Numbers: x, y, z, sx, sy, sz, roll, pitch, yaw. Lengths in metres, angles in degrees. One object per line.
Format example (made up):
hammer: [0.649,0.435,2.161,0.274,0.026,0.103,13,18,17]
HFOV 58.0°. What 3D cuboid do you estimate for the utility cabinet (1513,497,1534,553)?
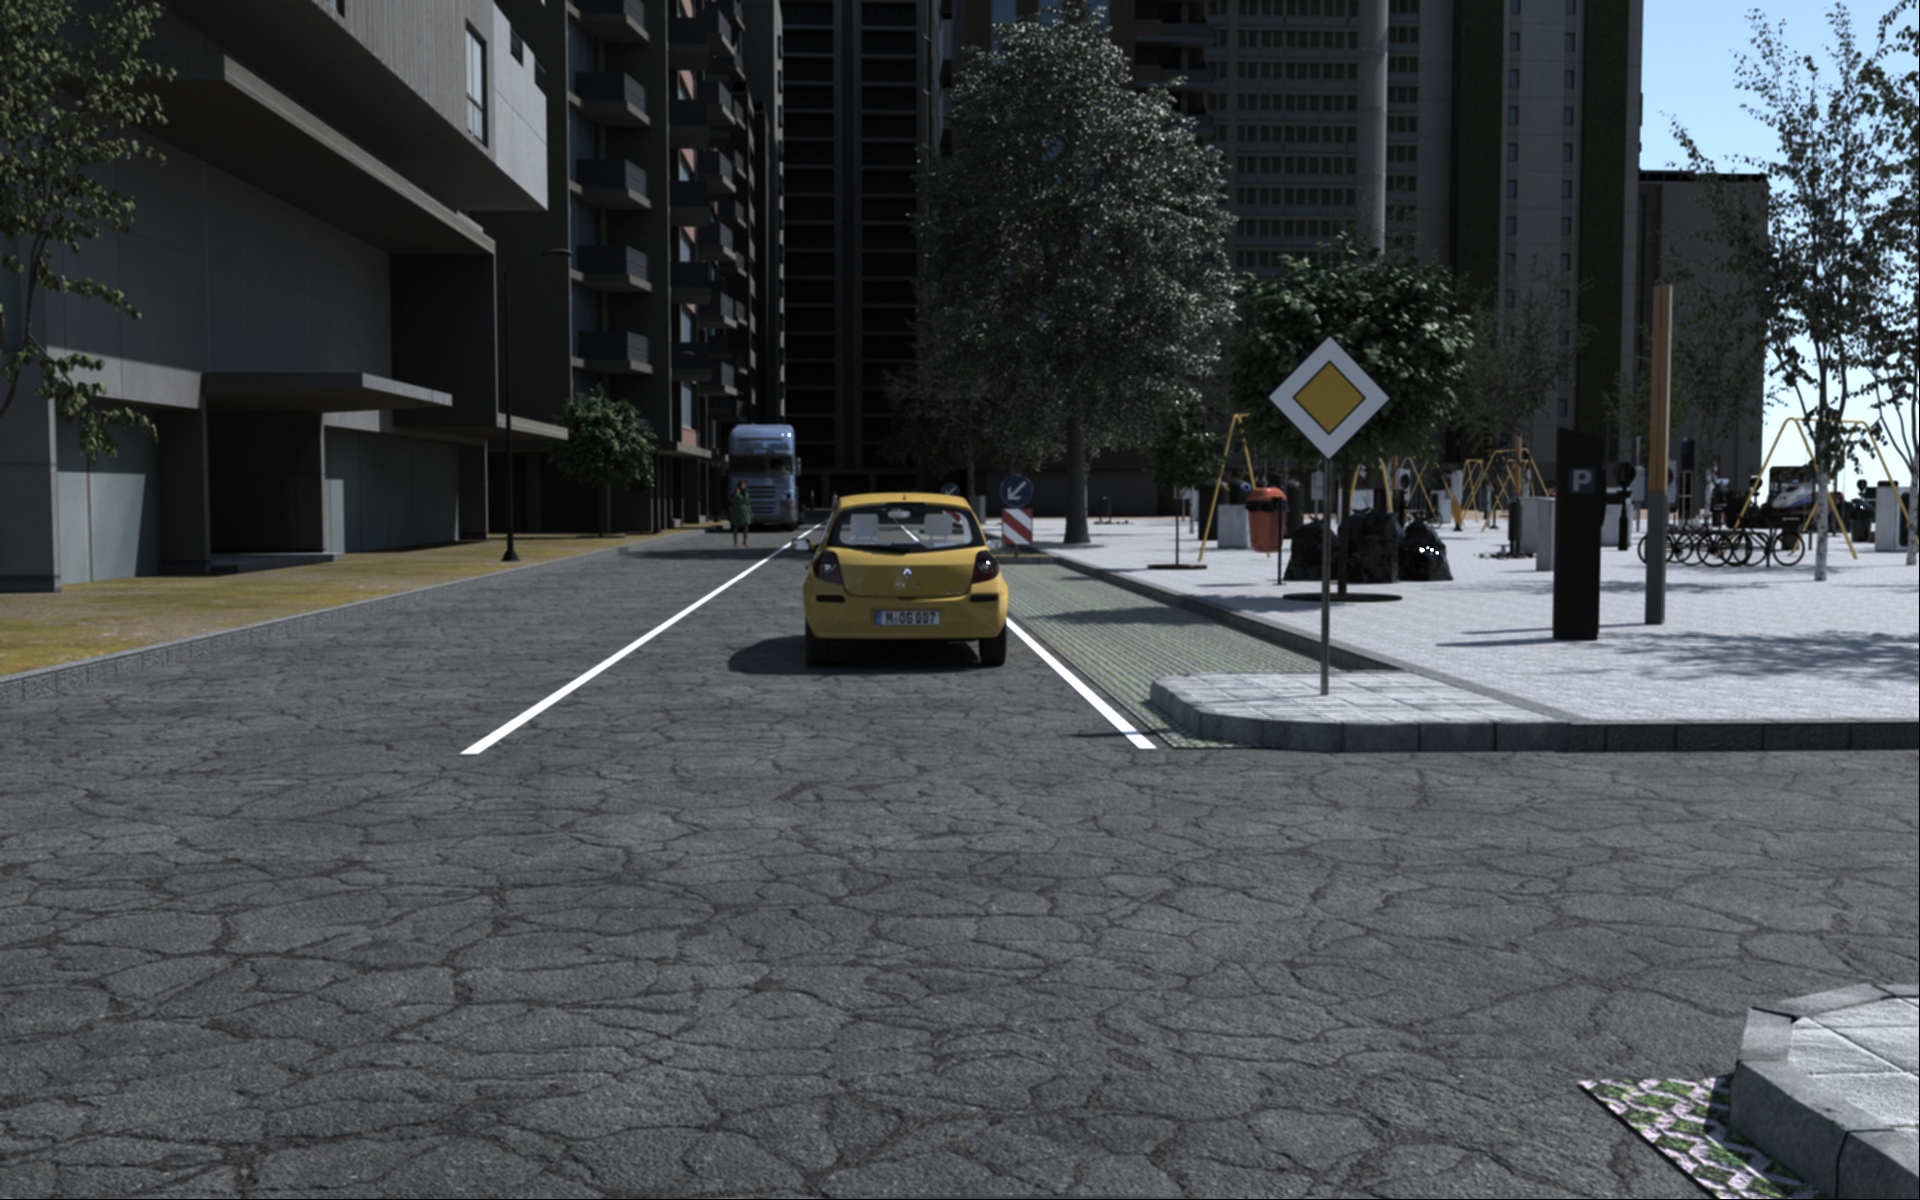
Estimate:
utility cabinet: [12.619,-1.633,37.865,1.020,1.237,0.306,1,4,17]

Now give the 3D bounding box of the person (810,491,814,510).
person: [-13.527,-9.045,157.116,0.721,1.736,1.217,-1,4,-10]

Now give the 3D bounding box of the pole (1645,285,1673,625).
pole: [6.871,-1.418,17.027,0.158,3.312,0.155,0,3,0]

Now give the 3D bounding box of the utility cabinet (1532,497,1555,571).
utility cabinet: [10.119,-1.096,29.075,1.020,1.237,0.306,-2,4,-34]

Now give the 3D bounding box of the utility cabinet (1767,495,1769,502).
utility cabinet: [41.001,-4.624,86.760,1.020,1.237,0.306,0,4,8]

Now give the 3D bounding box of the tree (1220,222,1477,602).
tree: [4.644,-2.284,21.056,4.285,4.588,4.351,0,3,0]

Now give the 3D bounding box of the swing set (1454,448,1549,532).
swing set: [19.217,-3.839,60.388,2.862,2.851,3.119,0,4,-1]

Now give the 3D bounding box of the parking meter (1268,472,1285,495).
parking meter: [8.301,-2.433,45.491,0.399,1.863,0.255,2,4,34]

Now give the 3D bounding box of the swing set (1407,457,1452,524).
swing set: [18.998,-4.522,71.554,2.862,2.851,3.119,0,4,-5]

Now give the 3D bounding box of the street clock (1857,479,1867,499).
street clock: [44.628,-4.964,85.729,0.471,2.002,0.358,-2,4,-26]

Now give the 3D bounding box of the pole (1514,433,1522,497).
pole: [18.639,-3.917,57.892,0.158,3.312,0.155,0,3,0]

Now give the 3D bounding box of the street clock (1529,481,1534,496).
street clock: [28.162,-4.971,85.840,0.358,2.002,0.471,-2,4,-35]

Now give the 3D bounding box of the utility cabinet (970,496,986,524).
utility cabinet: [0.765,-3.884,74.669,0.306,1.237,1.020,-2,4,-25]

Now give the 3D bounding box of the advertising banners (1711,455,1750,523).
advertising banners: [34.153,-4.935,76.876,0.090,3.025,2.074,-2,4,-29]

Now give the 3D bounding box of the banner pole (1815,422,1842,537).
banner pole: [26.217,-3.810,52.316,0.401,3.779,0.863,-3,5,-45]

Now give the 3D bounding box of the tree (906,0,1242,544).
tree: [3.075,-8.443,44.693,9.857,13.997,8.962,0,3,0]

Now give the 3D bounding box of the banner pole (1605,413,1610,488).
banner pole: [20.121,-3.906,53.886,0.401,3.779,0.863,1,4,23]

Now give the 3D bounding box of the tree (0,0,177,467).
tree: [-8.633,-3.946,14.884,4.737,8.622,4.395,0,3,0]

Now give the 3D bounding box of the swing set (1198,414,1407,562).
swing set: [6.431,-2.174,33.170,3.119,2.851,2.862,3,4,38]

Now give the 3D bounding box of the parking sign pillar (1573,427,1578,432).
parking sign pillar: [24.922,-4.999,70.200,1.447,3.967,1.447,0,4,7]

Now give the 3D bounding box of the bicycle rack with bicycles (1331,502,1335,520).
bicycle rack with bicycles: [19.299,-4.416,85.578,2.852,0.926,2.925,1,4,18]

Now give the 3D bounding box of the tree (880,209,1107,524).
tree: [2.210,-9.972,73.411,12.009,13.543,11.850,0,3,0]

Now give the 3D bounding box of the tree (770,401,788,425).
tree: [-15.270,-11.194,133.379,4.360,8.622,3.978,0,3,0]

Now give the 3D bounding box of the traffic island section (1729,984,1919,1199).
traffic island section: [2.780,1.173,3.101,2.009,0.180,2.903,0,4,-3]

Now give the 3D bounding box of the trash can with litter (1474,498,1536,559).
trash can with litter: [10.983,-1.459,34.912,1.678,1.210,2.233,2,4,32]

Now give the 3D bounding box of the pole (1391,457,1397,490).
pole: [13.091,-3.572,52.238,0.158,3.312,0.155,0,3,0]

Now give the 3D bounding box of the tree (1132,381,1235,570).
tree: [3.741,-2.145,29.665,1.663,3.219,1.824,0,3,0]

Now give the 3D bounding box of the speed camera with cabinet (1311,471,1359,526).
speed camera with cabinet: [15.168,-4.601,69.554,2.038,3.252,0.660,1,4,17]

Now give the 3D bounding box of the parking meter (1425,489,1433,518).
parking meter: [23.359,-4.760,86.230,0.372,1.533,0.369,0,3,0]

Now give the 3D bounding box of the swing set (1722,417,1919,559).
swing set: [17.940,-2.351,36.052,3.119,2.851,2.862,-3,4,-36]

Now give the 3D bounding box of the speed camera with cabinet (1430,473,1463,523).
speed camera with cabinet: [21.363,-4.997,76.044,0.660,3.252,2.038,-1,4,-10]

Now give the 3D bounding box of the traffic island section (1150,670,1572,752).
traffic island section: [2.348,0.685,11.074,2.009,0.180,2.903,0,4,-3]

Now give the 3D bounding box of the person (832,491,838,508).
person: [-11.734,-9.354,162.107,0.621,1.740,0.551,2,4,25]

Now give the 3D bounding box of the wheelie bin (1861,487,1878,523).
wheelie bin: [40.850,-4.259,77.537,0.980,1.594,0.693,3,5,39]

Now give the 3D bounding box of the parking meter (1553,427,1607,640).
parking meter: [5.464,-0.585,15.270,0.399,1.863,0.255,1,4,10]

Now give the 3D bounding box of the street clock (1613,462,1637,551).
street clock: [15.078,-2.126,39.326,0.471,2.002,0.358,2,4,30]

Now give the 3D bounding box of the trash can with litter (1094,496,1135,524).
trash can with litter: [6.609,-3.858,74.134,2.233,1.210,1.678,-2,4,-25]

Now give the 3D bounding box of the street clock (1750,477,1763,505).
street clock: [33.946,-4.241,73.903,0.471,2.002,0.358,-1,4,-12]

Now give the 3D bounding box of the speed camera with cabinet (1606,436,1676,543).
speed camera with cabinet: [17.642,-3.120,45.354,2.038,3.252,0.660,1,4,21]

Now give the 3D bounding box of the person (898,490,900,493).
person: [-4.592,-7.513,132.061,1.217,1.743,0.721,-1,4,-20]

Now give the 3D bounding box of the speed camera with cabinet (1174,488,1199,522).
speed camera with cabinet: [10.830,-5.261,80.357,2.038,3.252,0.660,-3,4,-39]

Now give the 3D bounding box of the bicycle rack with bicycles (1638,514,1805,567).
bicycle rack with bicycles: [13.638,-1.092,31.231,2.925,0.926,2.852,1,4,14]

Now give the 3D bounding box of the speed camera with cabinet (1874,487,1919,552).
speed camera with cabinet: [21.477,-2.710,38.650,2.038,3.252,0.660,-1,4,-18]

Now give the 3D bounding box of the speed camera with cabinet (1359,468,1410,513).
speed camera with cabinet: [15.068,-4.082,61.077,2.038,3.252,0.660,-3,5,-41]

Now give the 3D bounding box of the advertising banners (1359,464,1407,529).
advertising banners: [12.201,-3.305,50.227,0.090,3.025,2.074,-2,4,-29]

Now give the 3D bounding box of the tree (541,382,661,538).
tree: [-10.537,-4.105,50.826,4.285,4.588,4.351,0,3,0]

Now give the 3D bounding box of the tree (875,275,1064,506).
tree: [0.428,-10.412,87.247,9.611,12.733,9.660,0,3,0]

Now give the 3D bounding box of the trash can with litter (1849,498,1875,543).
trash can with litter: [24.103,-2.107,45.843,0.624,1.170,1.055,-2,4,-25]

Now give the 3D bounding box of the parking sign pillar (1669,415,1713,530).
parking sign pillar: [24.848,-4.305,58.865,1.447,3.967,1.447,2,4,33]

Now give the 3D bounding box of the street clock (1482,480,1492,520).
street clock: [26.432,-5.035,86.884,0.358,2.002,0.471,-1,4,-18]

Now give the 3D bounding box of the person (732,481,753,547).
person: [-5.930,-2.336,46.948,0.600,1.795,0.529,-3,5,-43]

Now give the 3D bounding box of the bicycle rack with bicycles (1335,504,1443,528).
bicycle rack with bicycles: [16.250,-3.158,65.019,2.852,0.926,2.925,-2,4,-29]
